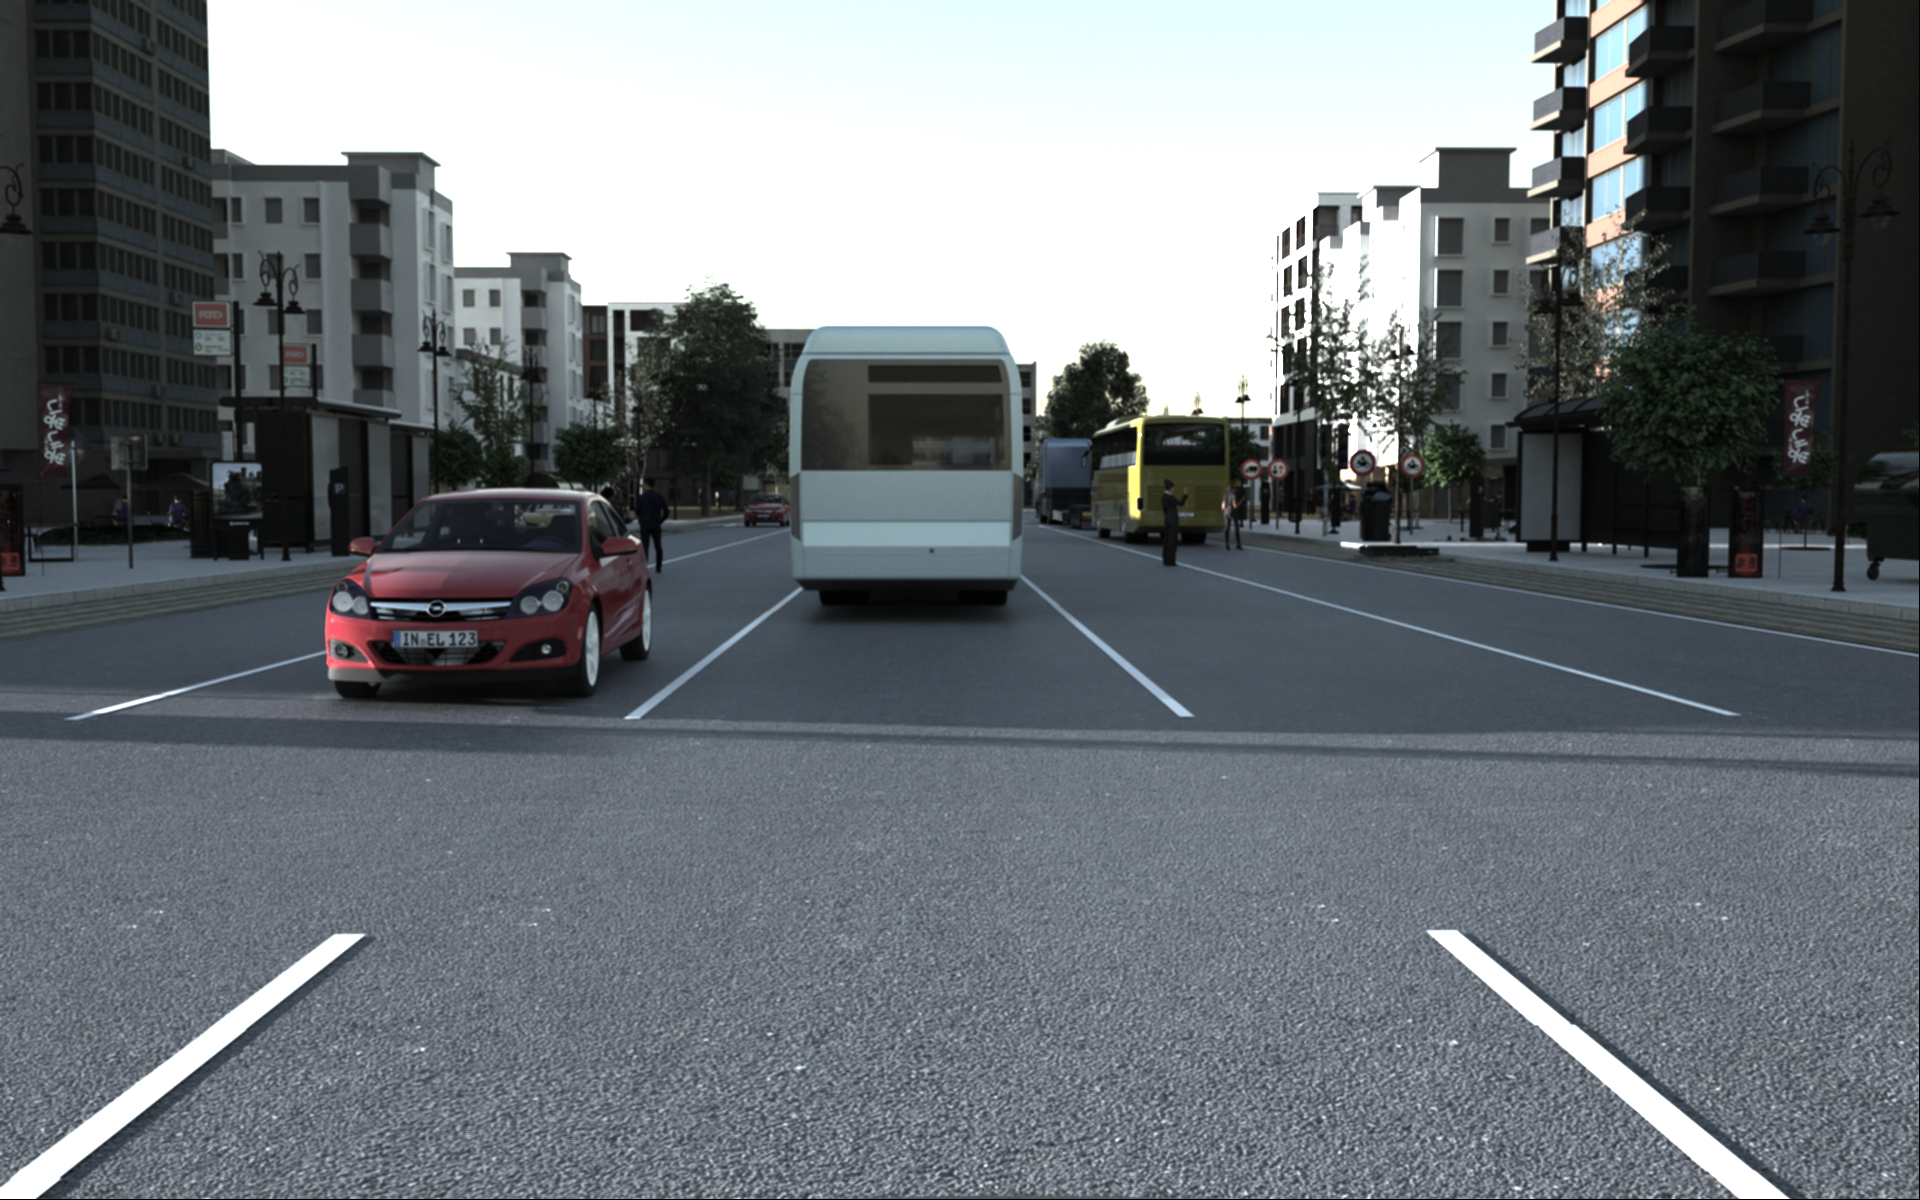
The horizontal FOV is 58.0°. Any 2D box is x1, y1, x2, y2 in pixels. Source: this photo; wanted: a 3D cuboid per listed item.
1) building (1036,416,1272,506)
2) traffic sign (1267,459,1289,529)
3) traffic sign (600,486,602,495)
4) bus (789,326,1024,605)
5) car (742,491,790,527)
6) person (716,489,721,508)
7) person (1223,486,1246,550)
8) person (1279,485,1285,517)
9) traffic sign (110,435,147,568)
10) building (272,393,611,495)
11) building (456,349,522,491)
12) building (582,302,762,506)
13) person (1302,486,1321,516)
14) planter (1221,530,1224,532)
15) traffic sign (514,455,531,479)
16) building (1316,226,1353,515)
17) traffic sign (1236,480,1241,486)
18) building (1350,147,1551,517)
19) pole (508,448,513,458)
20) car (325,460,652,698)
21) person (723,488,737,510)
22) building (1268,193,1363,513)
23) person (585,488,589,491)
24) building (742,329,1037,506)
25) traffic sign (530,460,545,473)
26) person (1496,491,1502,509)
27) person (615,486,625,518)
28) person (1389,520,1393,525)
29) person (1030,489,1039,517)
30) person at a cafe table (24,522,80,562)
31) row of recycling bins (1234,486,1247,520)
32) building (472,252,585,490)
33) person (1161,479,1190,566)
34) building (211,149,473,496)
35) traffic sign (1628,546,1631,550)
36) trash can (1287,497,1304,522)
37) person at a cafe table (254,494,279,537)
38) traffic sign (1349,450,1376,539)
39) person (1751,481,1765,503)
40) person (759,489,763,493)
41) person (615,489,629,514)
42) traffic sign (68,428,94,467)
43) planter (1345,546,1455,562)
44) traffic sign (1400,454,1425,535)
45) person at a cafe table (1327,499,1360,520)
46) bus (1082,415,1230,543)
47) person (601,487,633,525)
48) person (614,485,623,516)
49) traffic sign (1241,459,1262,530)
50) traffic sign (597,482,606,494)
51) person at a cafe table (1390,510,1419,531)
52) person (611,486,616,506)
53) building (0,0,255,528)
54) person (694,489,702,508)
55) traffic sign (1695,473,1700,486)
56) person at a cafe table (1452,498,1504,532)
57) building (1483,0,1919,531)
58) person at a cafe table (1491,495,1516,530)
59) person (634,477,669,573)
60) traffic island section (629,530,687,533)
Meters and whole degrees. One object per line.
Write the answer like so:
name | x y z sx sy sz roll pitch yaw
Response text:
building | 22.308 -15.198 190.635 28.070 9.664 9.099 0 4 -1
traffic sign | 11.563 -3.849 63.040 0.768 2.556 0.104 0 4 8
traffic sign | -17.878 -5.266 86.209 0.768 2.556 0.104 0 4 3
bus | -0.617 -1.877 25.555 2.948 3.499 13.247 0 4 0
car | -8.609 -4.189 77.532 2.155 1.783 4.494 0 4 -1
person | -22.855 -9.607 163.904 0.721 1.735 1.217 -1 4 -21
person | 7.017 -2.101 44.315 0.593 1.643 0.415 1 4 9
person | 17.914 -5.477 96.117 0.617 1.759 0.750 -3 5 -43
traffic sign | -14.283 -1.691 29.783 0.606 2.300 0.079 0 4 0
building | -44.046 -12.401 144.898 28.070 9.664 9.099 0 4 -1
building | -33.324 -10.507 113.930 9.099 9.664 28.070 0 4 -1
building | -39.870 -21.652 197.983 32.646 21.610 27.936 0 4 -1
person | 20.881 -5.899 103.201 1.217 1.735 0.721 0 4 8
planter | 8.764 -2.692 65.153 1.991 0.319 1.994 0 4 -1
traffic sign | -14.492 -3.486 57.110 0.768 2.556 0.104 0 4 3
building | 31.684 -15.644 112.206 16.016 20.091 11.380 0 4 -1
traffic sign | 13.035 -5.679 86.720 2.265 3.308 0.079 0 4 3
building | 32.276 -14.929 100.513 16.016 20.091 11.380 0 4 -1
pole | -18.917 -4.837 72.921 0.158 3.312 0.155 0 3 0
car | -3.533 -0.274 13.527 2.155 1.783 4.494 0 4 -2
person | -18.933 -8.393 143.264 1.348 1.824 0.705 -1 4 -16
building | 37.703 -17.755 134.265 27.936 21.610 32.646 0 4 -1
person | -23.070 -6.238 107.905 0.599 1.838 0.709 3 5 43
building | -7.705 -20.017 193.742 31.486 18.905 16.747 0 4 -1
traffic sign | -15.902 -3.960 64.850 0.768 2.556 0.104 0 4 7
person | 29.525 -5.225 94.706 0.421 1.427 0.697 1 4 16
person | -17.954 -5.167 91.344 0.721 1.723 1.217 0 4 8
person | 17.428 -3.832 70.901 0.499 1.552 0.429 0 4 -4
person | 4.725 -5.921 106.090 0.721 1.735 1.217 3 5 41
person at a cafe table | -17.742 -1.354 32.999 1.726 1.238 1.698 -2 4 -27
row of recycling bins | 12.495 -4.786 85.365 3.534 1.692 1.069 -1 4 -15
building | -37.431 -16.936 133.323 16.016 20.091 11.380 0 4 -1
person | 4.333 -1.550 34.642 0.742 1.727 0.445 3 4 38
building | -36.150 -14.521 93.844 16.016 20.091 11.380 0 4 -1
traffic sign | 15.268 -2.282 39.434 0.606 2.300 0.079 0 4 7
trash can | 15.205 -4.094 78.585 0.748 1.137 0.748 0 3 0
person at a cafe table | -20.841 -2.689 52.474 1.698 1.524 1.622 -3 5 -43
traffic sign | 11.549 -3.037 49.765 0.768 2.556 0.104 0 4 1
person | 15.701 -1.587 34.361 0.453 1.535 0.546 0 4 -4
person | -16.721 -8.490 145.788 0.756 1.711 0.436 -1 4 -21
person | -21.775 -6.428 111.698 0.990 1.755 0.434 0 4 -4
traffic sign | -17.541 -2.114 34.302 0.795 2.593 0.064 0 4 1
planter | 9.364 -0.983 37.213 1.991 0.319 1.994 0 4 -1
traffic sign | 14.231 -3.330 54.551 0.768 2.556 0.104 0 4 5
person at a cafe table | 18.683 -4.523 84.808 1.726 1.238 1.698 -1 4 -10
bus | 5.849 -3.772 53.214 2.896 3.916 12.252 0 4 -2
person | -5.131 -0.901 25.597 0.453 1.535 0.546 0 4 6
person | -17.586 -5.019 88.638 0.750 1.759 0.617 0 4 4
traffic sign | 10.494 -3.812 62.434 0.768 2.556 0.104 0 4 7
traffic sign | -17.886 -5.218 85.317 0.884 2.594 0.081 0 4 4
person at a cafe table | 14.890 -3.190 60.673 1.622 1.524 1.698 -3 5 -41
person | -22.909 -6.601 113.831 0.599 1.838 0.709 -1 4 -15
building | -45.622 -23.206 71.298 32.217 40.220 23.993 0 4 -1
person | -23.315 -9.106 155.445 1.217 1.766 0.721 1 4 13
traffic sign | 14.921 -2.137 35.049 0.768 2.556 0.104 0 4 7
person at a cafe table | 17.622 -3.082 58.898 1.698 1.524 1.622 1 4 16
building | 36.919 -25.571 72.709 22.147 44.769 28.867 0 4 -1
person at a cafe table | 19.605 -3.130 62.040 1.726 1.238 1.698 1 4 23
person | -5.662 -1.371 31.626 0.576 1.737 0.504 -3 4 -38
traffic island section | -11.262 -2.561 64.735 1.991 0.108 1.994 0 4 -1
